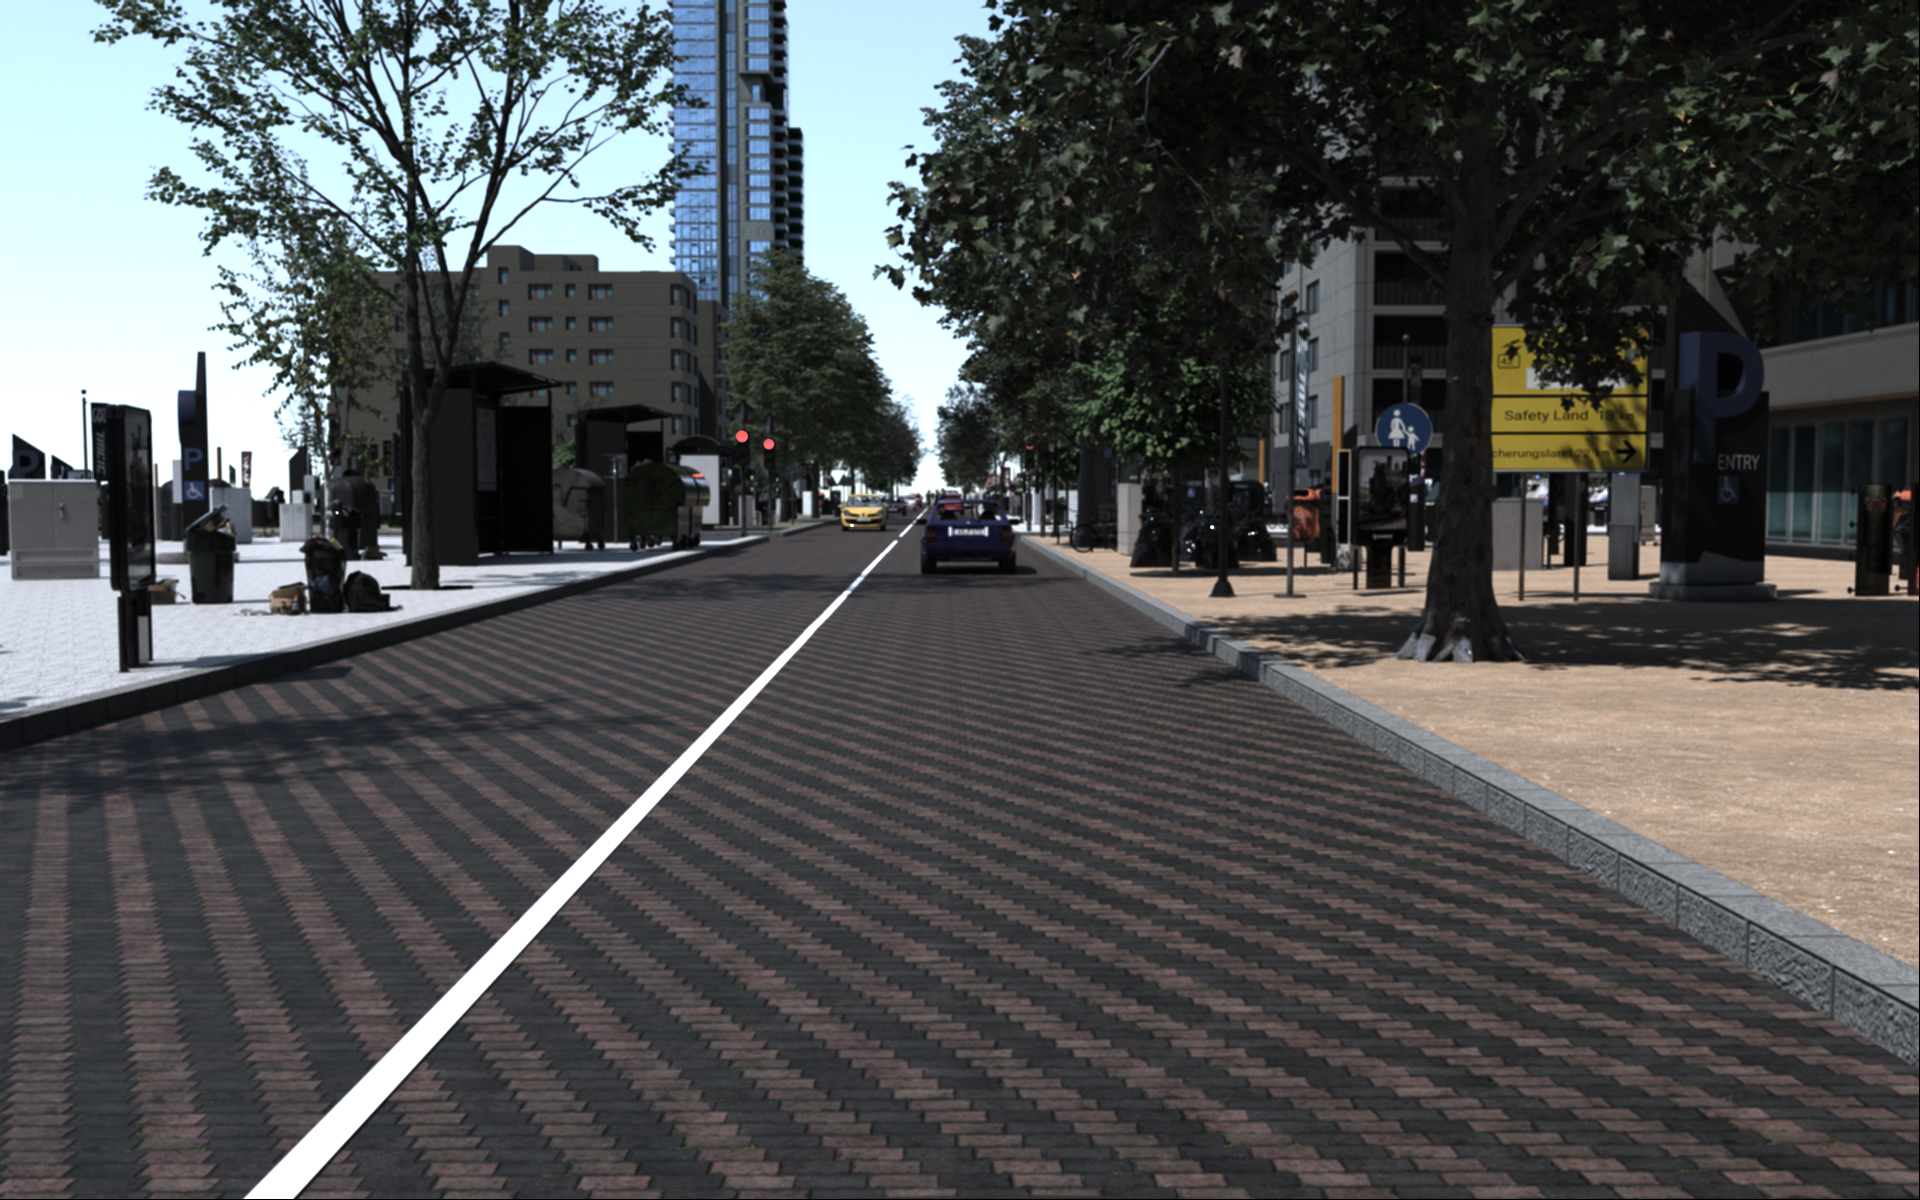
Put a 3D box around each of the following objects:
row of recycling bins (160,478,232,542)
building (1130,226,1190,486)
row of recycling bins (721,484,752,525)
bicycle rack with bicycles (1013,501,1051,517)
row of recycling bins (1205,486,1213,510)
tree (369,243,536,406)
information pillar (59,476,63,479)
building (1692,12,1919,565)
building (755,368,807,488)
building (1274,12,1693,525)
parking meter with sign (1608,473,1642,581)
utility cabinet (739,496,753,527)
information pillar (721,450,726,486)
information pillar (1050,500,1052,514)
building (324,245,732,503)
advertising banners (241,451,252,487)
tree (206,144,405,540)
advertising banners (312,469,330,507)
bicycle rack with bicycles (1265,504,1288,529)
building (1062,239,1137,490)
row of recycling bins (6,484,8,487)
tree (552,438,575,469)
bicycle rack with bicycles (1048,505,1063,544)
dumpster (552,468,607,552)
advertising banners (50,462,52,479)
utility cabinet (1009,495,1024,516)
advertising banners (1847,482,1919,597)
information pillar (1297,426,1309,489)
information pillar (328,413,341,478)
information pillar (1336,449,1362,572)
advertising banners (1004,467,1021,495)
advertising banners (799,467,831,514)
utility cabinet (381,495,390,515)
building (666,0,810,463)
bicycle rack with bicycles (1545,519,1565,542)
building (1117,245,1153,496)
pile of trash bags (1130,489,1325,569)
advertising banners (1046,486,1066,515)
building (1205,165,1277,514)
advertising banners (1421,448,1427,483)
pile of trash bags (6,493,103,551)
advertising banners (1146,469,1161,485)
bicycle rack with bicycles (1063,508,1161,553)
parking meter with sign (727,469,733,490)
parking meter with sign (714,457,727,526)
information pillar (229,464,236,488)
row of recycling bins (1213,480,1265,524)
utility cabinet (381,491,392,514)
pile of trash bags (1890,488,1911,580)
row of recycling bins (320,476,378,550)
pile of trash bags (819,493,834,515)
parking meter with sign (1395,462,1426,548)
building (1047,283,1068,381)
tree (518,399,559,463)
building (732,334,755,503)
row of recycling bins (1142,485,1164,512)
[{"bbox_3d":[-20.643,-2.425,46.765,1.069,1.692,3.534,-3,5,-44],"label":"row of recycling bins"},{"bbox_3d":[27.148,-30.328,150.489,22.147,44.769,28.867,0,4,-1],"label":"building"},{"bbox_3d":[-10.267,-3.914,71.113,3.534,1.692,1.069,0,4,2],"label":"row of recycling bins"},{"bbox_3d":[4.037,-5.101,96.791,2.852,0.926,2.925,0,4,4],"label":"bicycle rack with bicycles"},{"bbox_3d":[15.551,-5.853,102.805,3.534,1.692,1.069,2,4,24],"label":"row of recycling bins"},{"bbox_3d":[-14.138,-5.976,48.066,4.360,8.622,3.978,0,3,0],"label":"tree"},{"bbox_3d":[-35.635,-3.942,68.942,0.304,2.012,0.304,-3,5,-44],"label":"information pillar"},{"bbox_3d":[26.596,-24.603,25.959,21.300,48.544,21.600,0,4,-1],"label":"building"},{"bbox_3d":[-36.582,-24.561,246.603,27.650,21.520,28.899,0,4,-1],"label":"building"},{"bbox_3d":[27.036,-39.268,80.281,20.611,71.187,20.563,0,4,-1],"label":"building"},{"bbox_3d":[10.126,-1.842,26.376,0.543,3.016,1.738,1,4,21],"label":"parking meter with sign"},{"bbox_3d":[-8.460,-3.498,68.360,0.306,1.237,1.020,-1,4,-23],"label":"utility cabinet"},{"bbox_3d":[-11.829,-5.777,85.814,0.504,3.616,0.183,0,4,2],"label":"information pillar"},{"bbox_3d":[5.637,-6.147,104.996,0.304,2.012,0.304,2,4,26],"label":"information pillar"},{"bbox_3d":[-35.482,-18.582,148.848,27.650,21.520,28.899,0,4,-1],"label":"building"},{"bbox_3d":[-29.791,-4.565,70.820,2.074,3.025,0.090,1,4,16],"label":"advertising banners"},{"bbox_3d":[-13.516,-5.276,36.625,4.737,8.622,4.395,0,3,0],"label":"tree"},{"bbox_3d":[-44.737,-7.630,120.932,2.074,3.025,0.090,-3,5,-44],"label":"advertising banners"},{"bbox_3d":[12.400,-3.068,63.548,2.852,0.926,2.925,-1,4,-17],"label":"bicycle rack with bicycles"},{"bbox_3d":[26.678,-38.928,256.086,23.786,49.044,30.456,0,4,-1],"label":"building"},{"bbox_3d":[-53.453,-5.563,98.062,1.069,1.692,3.534,2,4,34],"label":"row of recycling bins"},{"bbox_3d":[-19.010,-6.325,87.120,4.285,4.588,4.351,0,3,0],"label":"tree"},{"bbox_3d":[3.631,-1.870,43.958,2.852,0.926,2.925,0,4,-7],"label":"bicycle rack with bicycles"},{"bbox_3d":[-8.788,-2.048,39.248,1.264,1.857,1.865,0,4,-1],"label":"dumpster"},{"bbox_3d":[-48.153,-5.839,91.657,0.090,3.025,2.074,-2,4,-30],"label":"advertising banners"},{"bbox_3d":[3.420,-5.552,101.933,1.020,1.237,0.306,-1,4,-22],"label":"utility cabinet"},{"bbox_3d":[12.144,-1.563,21.743,2.074,3.025,0.090,-1,4,-10],"label":"advertising banners"},{"bbox_3d":[9.899,-3.589,50.043,0.504,3.616,0.183,-3,5,-43],"label":"information pillar"},{"bbox_3d":[-18.162,-3.608,50.345,0.183,3.616,0.504,1,4,10],"label":"information pillar"},{"bbox_3d":[6.448,-1.478,28.654,0.304,2.012,0.304,-2,4,-33],"label":"information pillar"},{"bbox_3d":[3.779,-7.079,111.927,2.074,3.025,0.090,0,4,6],"label":"advertising banners"},{"bbox_3d":[-9.287,-7.028,111.100,2.074,3.025,0.090,-1,4,-19],"label":"advertising banners"},{"bbox_3d":[-31.602,-5.109,94.701,0.306,1.237,1.020,1,4,17],"label":"utility cabinet"},{"bbox_3d":[-34.833,-58.883,275.414,22.319,86.520,31.000,0,4,-1],"label":"building"},{"bbox_3d":[15.218,-2.033,46.616,2.852,0.926,2.925,-2,4,-29],"label":"bicycle rack with bicycles"},{"bbox_3d":[26.976,-53.037,179.823,22.319,86.520,31.000,0,4,-1],"label":"building"},{"bbox_3d":[4.624,-1.263,30.404,3.447,1.369,1.912,2,4,25],"label":"pile of trash bags"},{"bbox_3d":[5.883,-6.748,106.515,2.074,3.025,0.090,2,4,34],"label":"advertising banners"},{"bbox_3d":[22.216,-20.888,113.215,14.160,30.474,14.107,0,4,-1],"label":"building"},{"bbox_3d":[11.018,-2.955,44.499,2.074,3.025,0.090,1,4,13],"label":"advertising banners"},{"bbox_3d":[-21.299,-1.841,39.846,3.447,1.369,1.912,1,4,11],"label":"pile of trash bags"},{"bbox_3d":[13.872,-7.797,123.675,0.090,3.025,2.074,-2,4,-24],"label":"advertising banners"},{"bbox_3d":[4.106,-1.546,38.663,2.925,0.926,2.852,1,4,16],"label":"bicycle rack with bicycles"},{"bbox_3d":[-16.607,-7.680,121.836,0.543,3.016,1.738,1,4,18],"label":"parking meter with sign"},{"bbox_3d":[-10.125,-4.430,68.695,0.543,3.016,1.738,2,4,30],"label":"parking meter with sign"},{"bbox_3d":[-56.439,-8.748,134.384,0.504,3.616,0.183,0,4,5],"label":"information pillar"},{"bbox_3d":[8.264,-2.661,50.627,1.069,1.692,3.534,0,4,0],"label":"row of recycling bins"},{"bbox_3d":[-35.564,-6.036,107.373,0.318,1.500,1.173,3,5,39],"label":"utility cabinet"},{"bbox_3d":[14.972,-0.995,26.019,1.912,1.369,3.447,0,4,1],"label":"pile of trash bags"},{"bbox_3d":[-14.573,-2.079,41.103,1.069,1.692,3.534,-2,4,-27],"label":"row of recycling bins"},{"bbox_3d":[-8.764,-6.004,107.920,1.912,1.369,3.447,0,4,0],"label":"pile of trash bags"},{"bbox_3d":[10.786,-2.782,41.751,0.543,3.016,1.738,0,4,-5],"label":"parking meter with sign"},{"bbox_3d":[24.630,-40.304,282.667,21.300,48.544,21.600,0,4,-1],"label":"building"},{"bbox_3d":[-32.426,-11.036,130.803,4.737,8.622,4.395,0,3,0],"label":"tree"},{"bbox_3d":[-36.737,-20.345,177.688,27.650,21.520,28.899,0,4,-1],"label":"building"},{"bbox_3d":[9.636,-4.488,80.495,3.534,1.692,1.069,-3,5,-40],"label":"row of recycling bins"}]
